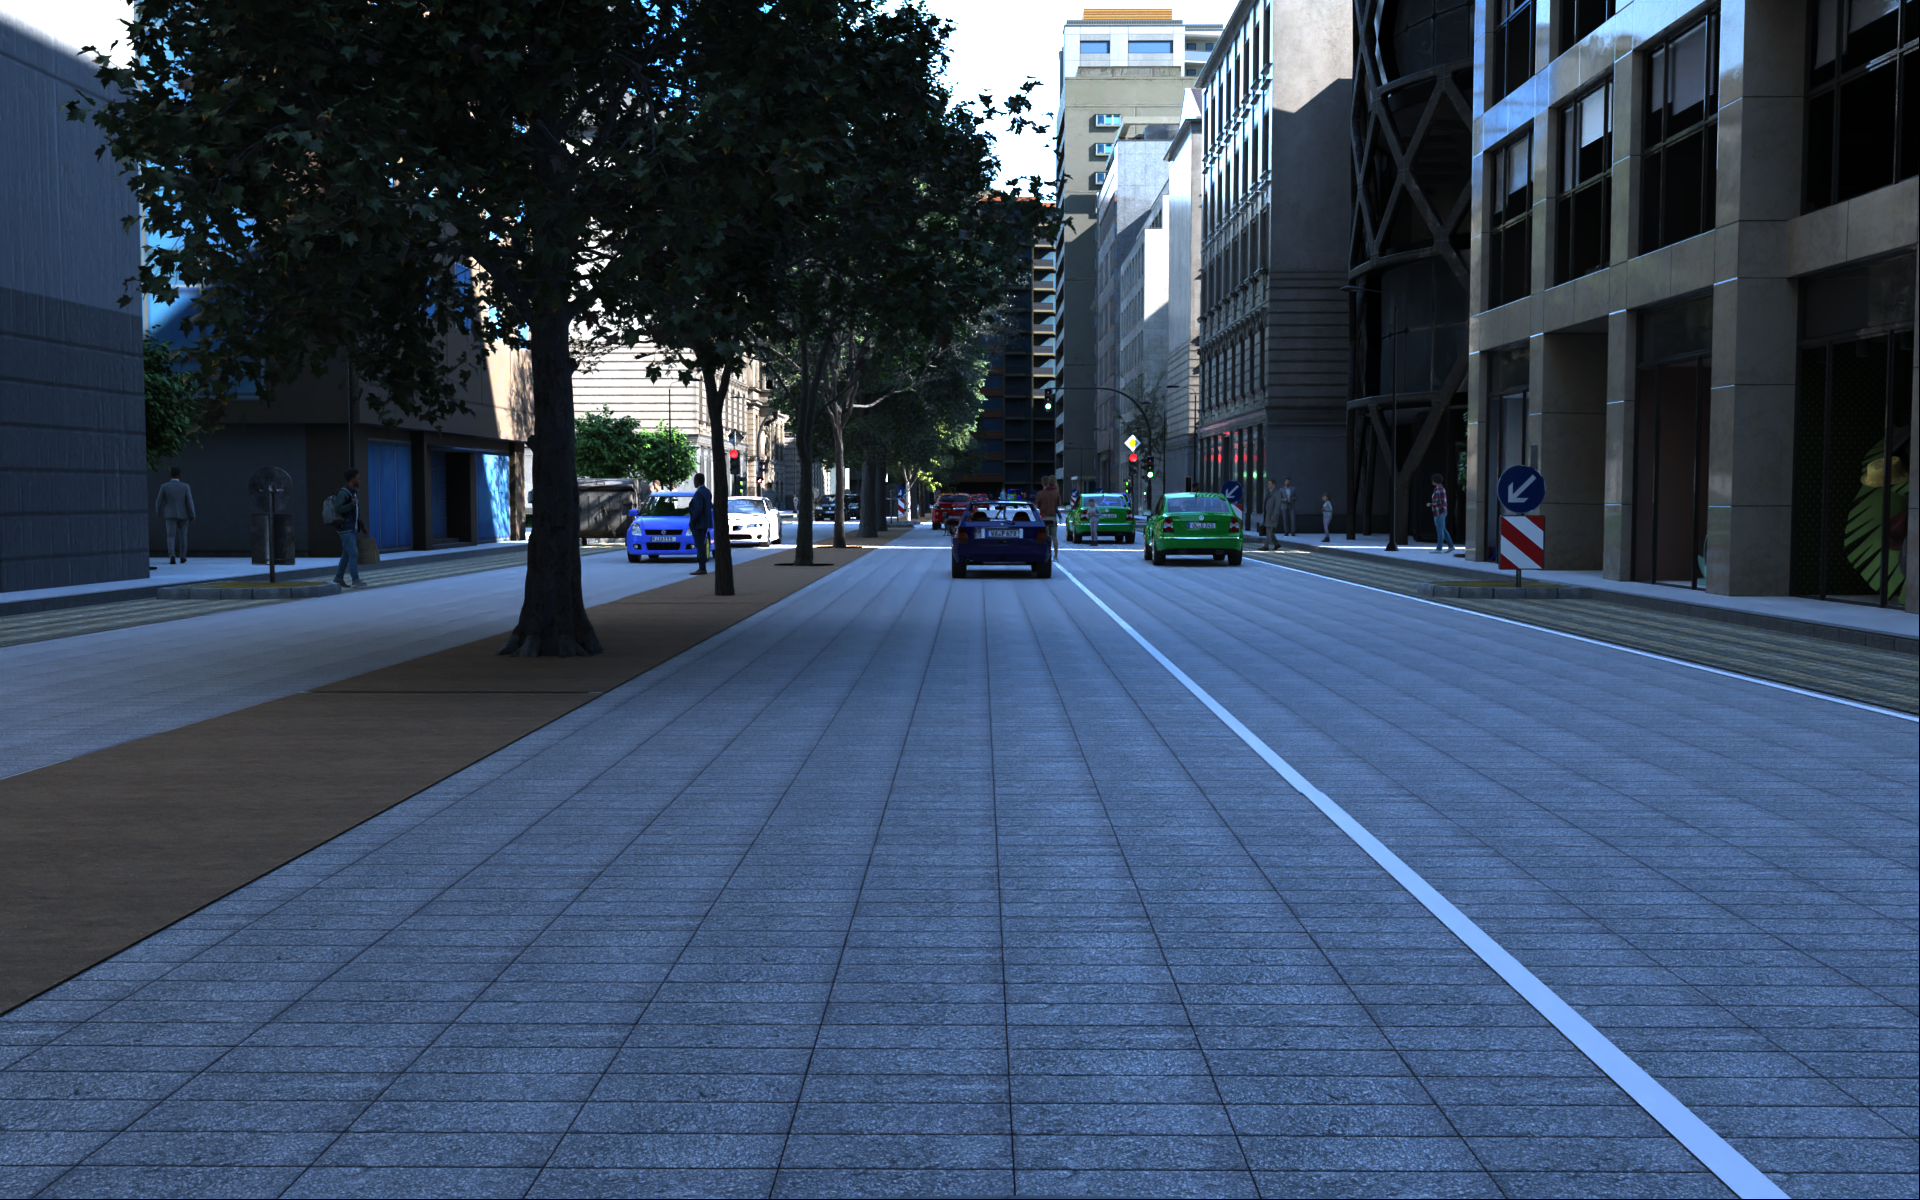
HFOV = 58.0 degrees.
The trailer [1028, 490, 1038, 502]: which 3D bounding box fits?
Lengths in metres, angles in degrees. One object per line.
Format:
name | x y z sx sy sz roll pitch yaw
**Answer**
trailer | 9.456 -13.174 222.448 1.471 1.999 3.904 0 4 1

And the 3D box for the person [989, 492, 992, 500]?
person | 3.904 -13.335 227.249 0.721 1.735 1.217 -2 4 -33

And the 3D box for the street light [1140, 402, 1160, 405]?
street light | 9.745 -7.013 87.200 1.470 5.913 1.316 0 4 1

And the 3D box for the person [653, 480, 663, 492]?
person | -8.126 -2.329 46.678 0.778 1.811 0.616 -2 4 -28

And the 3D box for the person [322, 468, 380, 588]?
person | -9.213 -1.086 26.247 0.713 1.824 0.794 1 4 14

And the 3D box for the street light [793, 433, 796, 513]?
street light | -10.631 -8.838 117.044 1.470 5.913 1.316 0 4 1

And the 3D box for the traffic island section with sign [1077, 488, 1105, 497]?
traffic island section with sign | 8.445 -5.994 106.634 1.989 1.847 2.006 0 4 1

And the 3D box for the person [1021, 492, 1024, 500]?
person | 7.204 -11.770 201.735 0.445 1.727 0.742 -1 4 -10

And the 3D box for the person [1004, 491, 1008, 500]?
person | 4.266 -9.377 162.725 0.541 1.710 0.530 -3 5 -39

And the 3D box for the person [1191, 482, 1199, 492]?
person | 7.888 -3.032 58.062 0.794 1.824 0.713 -3 5 -43

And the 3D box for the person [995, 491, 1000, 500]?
person | 5.212 -13.459 228.691 1.348 1.807 0.705 2 4 27

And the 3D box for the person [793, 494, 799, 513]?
person | -10.962 -6.434 115.518 0.425 1.301 0.394 1 4 18

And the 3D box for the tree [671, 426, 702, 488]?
tree | -12.906 -5.584 75.008 4.285 4.588 4.351 0 3 0

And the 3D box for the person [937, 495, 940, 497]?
person | -2.399 -11.475 197.049 0.756 1.711 0.436 -3 5 -44

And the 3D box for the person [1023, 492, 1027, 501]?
person | 6.466 -9.847 170.961 0.593 1.643 0.415 3 5 41

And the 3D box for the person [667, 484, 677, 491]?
person | -13.482 -4.599 81.418 0.511 1.800 0.466 -3 5 -40

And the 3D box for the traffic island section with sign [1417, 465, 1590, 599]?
traffic island section with sign | 7.568 -0.967 24.435 1.989 1.847 2.006 0 4 1

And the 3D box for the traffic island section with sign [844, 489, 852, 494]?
traffic island section with sign | -8.673 -7.673 134.084 1.989 1.847 2.006 0 4 1

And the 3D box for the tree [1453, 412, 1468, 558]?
tree | 10.480 -2.472 35.015 1.663 3.219 1.824 0 3 0

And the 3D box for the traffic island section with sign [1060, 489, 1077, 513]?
traffic island section with sign | 8.760 -7.690 134.359 1.989 1.847 2.006 0 4 1

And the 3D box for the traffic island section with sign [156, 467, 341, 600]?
traffic island section with sign | -9.861 -0.960 24.319 1.989 1.847 2.006 0 4 1

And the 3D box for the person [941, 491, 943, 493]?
person | -1.803 -10.649 183.325 1.217 1.735 0.721 2 4 35

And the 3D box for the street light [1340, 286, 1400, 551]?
street light | 9.187 -4.055 38.844 1.470 5.913 1.316 0 4 1

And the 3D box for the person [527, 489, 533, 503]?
person | -15.148 -3.449 62.421 0.713 1.824 0.794 2 4 29

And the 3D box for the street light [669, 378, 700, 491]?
street light | -11.111 -5.938 69.622 1.470 5.913 1.316 0 4 1

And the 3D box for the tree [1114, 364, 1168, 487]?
tree | 10.624 -8.974 97.080 4.360 8.622 3.978 0 3 0

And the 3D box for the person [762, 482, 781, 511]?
person | -6.044 -2.861 55.373 0.635 1.810 0.391 -2 4 -28

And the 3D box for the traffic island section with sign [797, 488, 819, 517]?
traffic island section with sign | -8.961 -6.006 106.831 1.989 1.847 2.006 0 4 1

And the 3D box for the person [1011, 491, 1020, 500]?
person | 5.423 -9.739 168.454 1.217 1.735 0.721 -3 5 -44

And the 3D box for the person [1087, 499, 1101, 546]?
person | 3.694 -2.146 47.860 0.425 1.301 0.394 1 4 16

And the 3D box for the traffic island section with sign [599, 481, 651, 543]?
traffic island section with sign | -9.557 -2.623 51.513 1.989 1.847 2.006 0 4 1

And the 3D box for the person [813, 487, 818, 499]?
person | -10.939 -7.633 130.937 0.391 1.810 0.635 -3 5 -43

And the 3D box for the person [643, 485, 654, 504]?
person | -9.795 -2.787 54.811 0.466 1.731 0.760 -1 4 -14

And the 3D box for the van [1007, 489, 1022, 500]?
van | 6.740 -12.900 215.303 2.240 2.365 5.245 0 4 -1

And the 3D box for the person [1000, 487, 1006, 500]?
person | 2.341 -5.414 96.879 0.748 1.841 0.638 1 4 10

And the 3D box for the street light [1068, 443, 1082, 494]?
street light | 10.445 -11.285 157.049 1.470 5.913 1.316 0 4 1

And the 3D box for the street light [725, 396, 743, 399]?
street light | -10.975 -6.695 82.004 1.470 5.913 1.316 0 4 1

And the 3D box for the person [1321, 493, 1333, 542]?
person | 9.793 -2.202 46.320 0.394 1.301 0.425 -2 4 -31

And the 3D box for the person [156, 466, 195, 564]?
person | -14.446 -1.565 31.900 0.678 1.792 0.850 -1 4 -21

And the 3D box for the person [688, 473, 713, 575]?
person | -4.602 -1.350 30.756 0.419 1.800 0.721 0 4 3

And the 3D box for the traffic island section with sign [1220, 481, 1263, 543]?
traffic island section with sign | 7.855 -2.618 51.438 1.989 1.847 2.006 0 4 1

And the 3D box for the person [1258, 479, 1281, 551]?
person | 7.830 -2.152 43.784 0.767 1.812 0.694 -1 4 -17

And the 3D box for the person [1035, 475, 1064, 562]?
person | 1.891 -1.706 36.367 0.573 1.828 0.580 1 4 18

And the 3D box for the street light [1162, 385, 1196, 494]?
street light | 9.483 -6.200 73.910 1.470 5.913 1.316 0 4 1

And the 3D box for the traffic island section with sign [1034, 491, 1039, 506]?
traffic island section with sign | 9.583 -12.376 210.982 1.989 1.847 2.006 0 4 1

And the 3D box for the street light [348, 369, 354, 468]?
street light | -11.487 -3.770 34.185 1.470 5.913 1.316 0 4 1

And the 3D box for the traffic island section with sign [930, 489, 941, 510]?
traffic island section with sign | -2.101 -9.102 156.951 2.006 1.907 1.989 0 4 1

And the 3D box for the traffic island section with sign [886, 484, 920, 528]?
traffic island section with sign | -2.903 -4.506 81.817 2.006 1.907 1.989 0 4 1

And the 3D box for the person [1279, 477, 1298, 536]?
person | 10.028 -2.853 52.895 0.606 1.804 0.583 0 4 2

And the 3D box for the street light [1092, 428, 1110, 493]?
street light | 10.011 -9.149 122.126 1.470 5.913 1.316 0 4 1

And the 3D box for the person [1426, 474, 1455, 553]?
person | 10.407 -1.870 37.451 0.643 1.720 0.563 1 4 12
